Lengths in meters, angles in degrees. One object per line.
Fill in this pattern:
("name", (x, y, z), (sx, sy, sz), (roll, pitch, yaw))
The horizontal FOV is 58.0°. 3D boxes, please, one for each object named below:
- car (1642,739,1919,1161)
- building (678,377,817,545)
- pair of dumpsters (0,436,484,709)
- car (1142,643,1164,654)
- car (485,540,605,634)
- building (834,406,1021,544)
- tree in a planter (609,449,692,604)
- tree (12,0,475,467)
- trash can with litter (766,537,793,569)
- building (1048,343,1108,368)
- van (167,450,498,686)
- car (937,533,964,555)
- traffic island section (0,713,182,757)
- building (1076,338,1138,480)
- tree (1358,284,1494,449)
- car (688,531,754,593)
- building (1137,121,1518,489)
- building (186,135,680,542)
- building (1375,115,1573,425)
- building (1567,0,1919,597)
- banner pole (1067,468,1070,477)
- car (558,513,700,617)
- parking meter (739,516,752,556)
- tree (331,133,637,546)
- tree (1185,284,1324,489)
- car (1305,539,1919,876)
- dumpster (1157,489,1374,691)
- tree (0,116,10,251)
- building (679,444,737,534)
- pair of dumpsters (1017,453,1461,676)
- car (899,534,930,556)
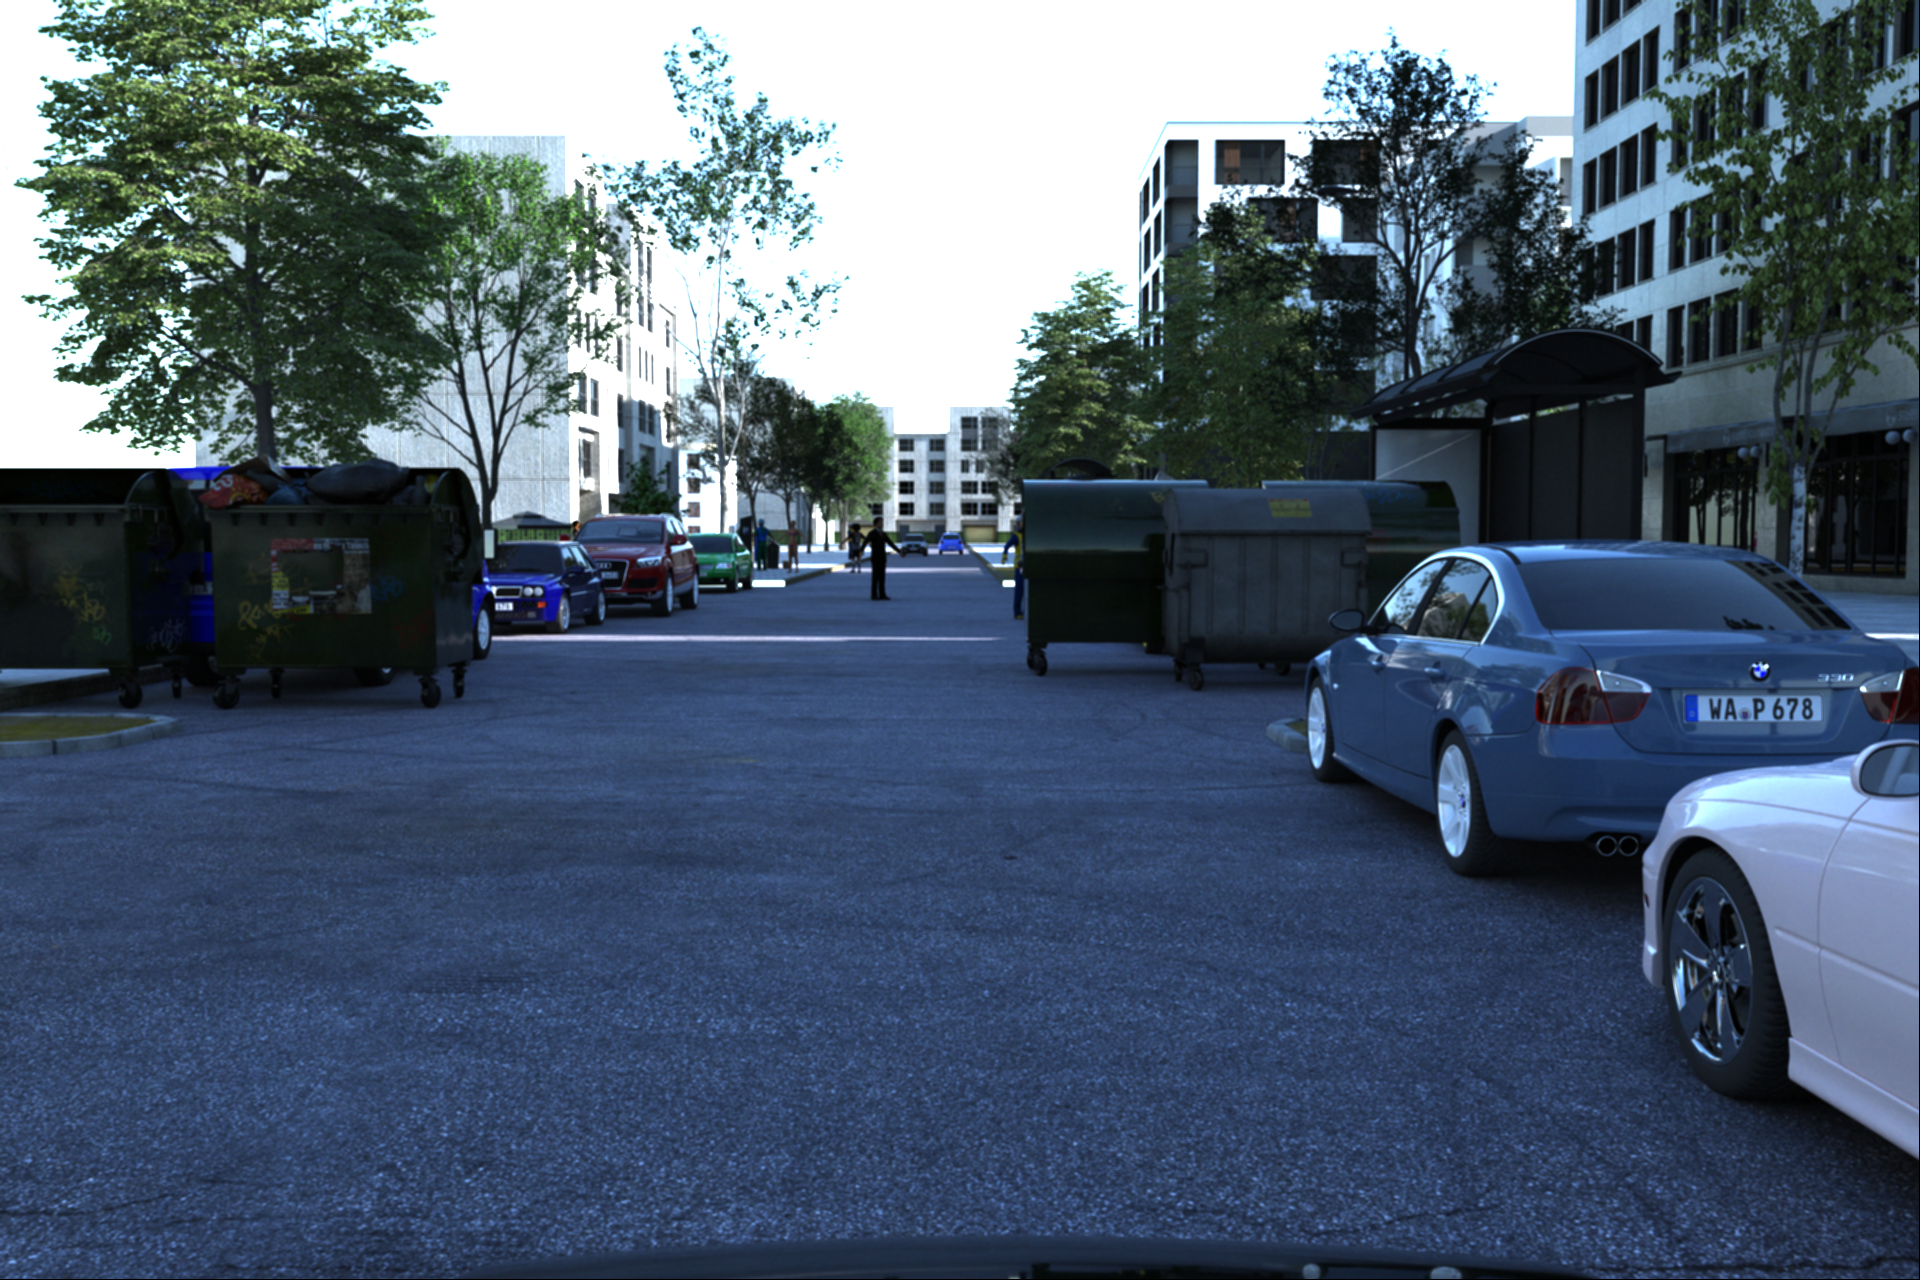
("car", (2.858, 0.573, 2.994), (2.083, 1.381, 4.827), (0, 4, -1))
("building", (-27.041, -21.077, 211.067), (16.747, 18.905, 31.486), (0, 4, 0))
("pair of dumpsters", (-6.395, -0.589, 14.580), (4.436, 2.255, 1.574), (0, 4, 0))
("car", (3.007, -0.763, 22.058), (1.945, 1.707, 3.694), (0, 4, -1))
("car", (-6.497, -0.821, 26.003), (1.945, 1.354, 3.894), (0, 3, 0))
("building", (-1.557, -23.001, 244.982), (31.486, 18.905, 16.747), (0, 4, 0))
("tree in a planter", (-6.624, -2.397, 36.418), (1.991, 3.239, 1.994), (0, 4, 1))
("tree", (-12.030, -6.802, 29.345), (7.486, 12.596, 7.792), (0, 3, 0))
("trash can with litter", (-6.700, -3.226, 64.135), (1.055, 1.170, 0.624), (0, 4, 0))
("building", (23.832, -21.865, 201.459), (27.936, 21.610, 32.646), (0, 4, 0))
("van", (-6.353, -0.834, 18.027), (2.240, 2.365, 5.245), (0, 3, 0))
("car", (-0.651, -6.922, 122.759), (1.945, 1.707, 3.694), (0, 4, -1))
("traffic island section", (-6.625, 0.662, 12.050), (1.991, 0.108, 1.994), (0, 4, 0))
("building", (21.353, -20.853, 171.873), (19.493, 23.208, 18.063), (0, 4, -1))
("tree", (14.232, -6.100, 50.094), (4.360, 8.622, 3.978), (0, 3, 0))
("car", (-6.285, -2.125, 43.536), (1.959, 1.807, 4.718), (0, 4, 0))
("building", (24.182, -15.808, 102.429), (27.936, 21.610, 32.646), (0, 3, 0))
("building", (-25.899, -13.843, 92.791), (16.747, 18.905, 31.486), (0, 4, 0))
("building", (25.274, -13.847, 82.822), (16.016, 20.090, 11.380), (0, 4, -1))
("building", (29.060, -14.331, 36.479), (24.374, 26.755, 37.873), (0, 4, 0))
("banner pole", (3.755, -4.270, 59.830), (0.401, 3.779, 0.863), (0, 4, -2))
("car", (-6.040, -1.406, 31.658), (2.281, 1.827, 5.304), (0, 4, -1))
("parking meter", (-6.779, -3.002, 54.795), (0.399, 1.863, 0.255), (0, 4, 0))
("tree", (-12.240, -7.278, 44.751), (9.928, 11.665, 9.643), (0, 3, 0))
("tree", (8.439, -6.132, 50.617), (4.737, 8.622, 4.395), (0, 3, 0))
("car", (2.932, 0.212, 8.545), (2.014, 1.417, 4.499), (0, 4, 0))
("dumpster", (2.843, -0.495, 16.310), (1.865, 1.857, 1.264), (0, 4, -1))
("tree", (-12.651, -4.200, 19.025), (4.360, 8.622, 3.978), (0, 3, 0))
("building", (-26.982, -14.219, 174.626), (9.099, 9.664, 28.070), (0, 4, 0))
("pair of dumpsters", (2.811, -0.796, 17.967), (4.436, 2.255, 1.574), (0, 3, 0))
("car", (-2.975, -6.305, 112.876), (2.009, 1.686, 4.222), (0, 4, 0))
